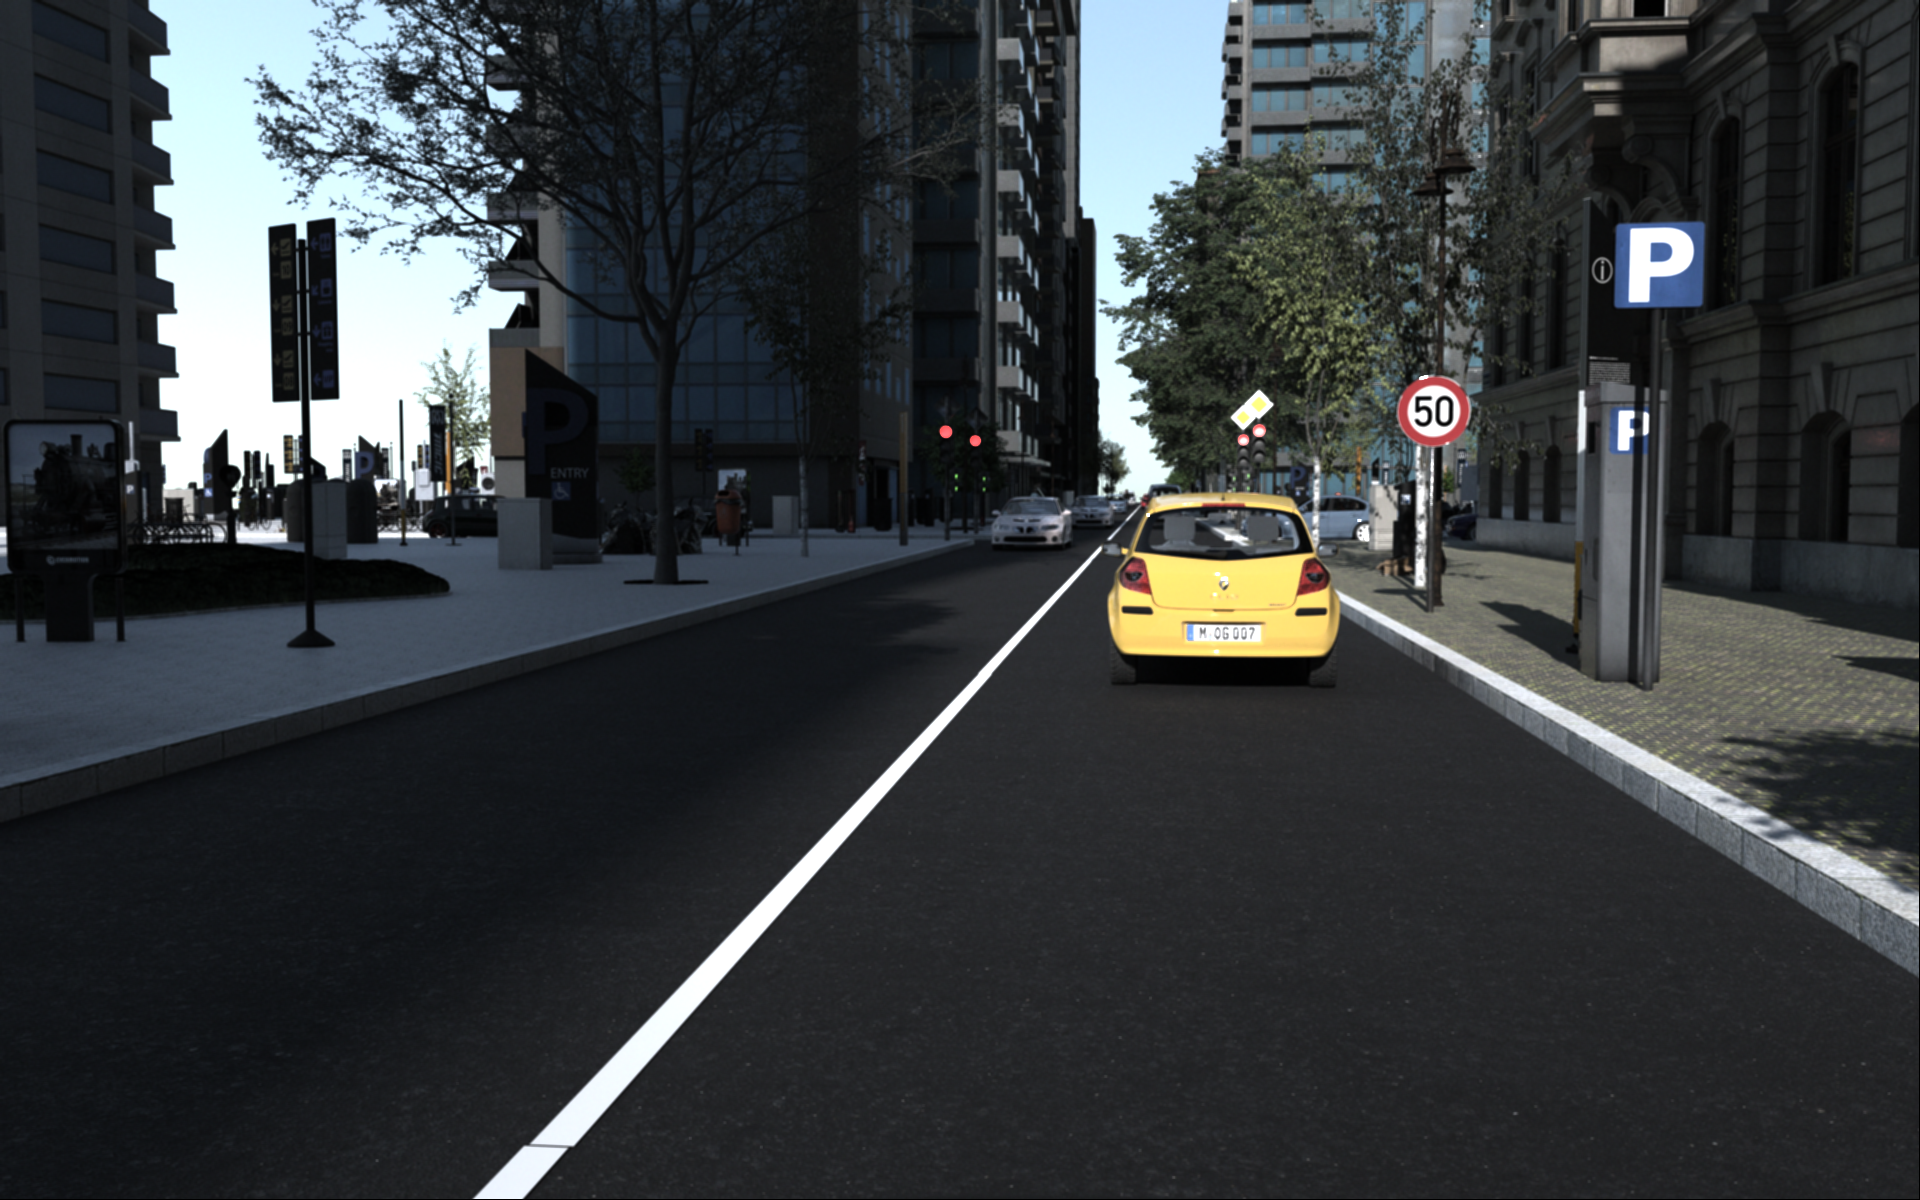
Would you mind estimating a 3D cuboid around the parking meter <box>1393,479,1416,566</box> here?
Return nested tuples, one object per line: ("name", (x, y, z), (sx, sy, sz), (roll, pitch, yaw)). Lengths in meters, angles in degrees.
("parking meter", (7.685, -1.317, 29.952), (0.372, 1.533, 0.369), (0, 3, 0))

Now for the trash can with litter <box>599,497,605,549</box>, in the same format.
("trash can with litter", (-8.384, -1.828, 40.938), (1.678, 1.210, 2.233), (0, 4, -7))

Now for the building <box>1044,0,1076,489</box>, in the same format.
("building", (-3.274, -35.800, 174.573), (28.713, 52.752, 27.495), (0, 4, 6))

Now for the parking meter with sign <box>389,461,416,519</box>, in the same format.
("parking meter with sign", (-29.443, -5.785, 90.849), (1.738, 3.016, 0.543), (0, 4, -2))

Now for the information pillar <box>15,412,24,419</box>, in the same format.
("information pillar", (-26.685, -3.551, 49.407), (0.504, 3.616, 0.183), (1, 4, 16))

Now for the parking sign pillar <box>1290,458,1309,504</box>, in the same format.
("parking sign pillar", (23.717, -8.107, 121.018), (1.447, 3.967, 1.447), (3, 5, 39))

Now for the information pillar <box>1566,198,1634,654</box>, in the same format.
("information pillar", (5.168, -1.380, 13.913), (0.504, 3.616, 0.183), (-1, 4, -22))

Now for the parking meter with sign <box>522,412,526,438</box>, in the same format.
("parking meter with sign", (-8.847, -2.437, 36.098), (0.543, 3.016, 1.738), (-1, 4, -13))

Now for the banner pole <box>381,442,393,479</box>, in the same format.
("banner pole", (-27.269, -5.663, 82.599), (0.401, 3.779, 0.863), (2, 4, 29))

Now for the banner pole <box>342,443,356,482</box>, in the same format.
("banner pole", (-29.900, -5.811, 85.023), (0.863, 3.779, 0.401), (-3, 5, -41))

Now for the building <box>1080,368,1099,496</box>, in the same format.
("building", (6.052, -24.962, 253.172), (27.650, 21.520, 28.899), (0, 4, 6))

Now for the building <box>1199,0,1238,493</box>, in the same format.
("building", (37.465, -53.314, 184.359), (22.319, 86.520, 31.000), (0, 4, 6))

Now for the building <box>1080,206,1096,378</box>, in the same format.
("building", (14.278, -38.108, 273.181), (14.600, 45.320, 14.200), (0, 4, 6))

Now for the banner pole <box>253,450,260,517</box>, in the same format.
("banner pole", (-40.319, -6.680, 99.231), (0.863, 3.779, 0.401), (2, 4, 35))

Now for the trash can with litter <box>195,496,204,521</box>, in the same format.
("trash can with litter", (-34.691, -4.169, 79.221), (2.233, 1.210, 1.678), (1, 4, 9))

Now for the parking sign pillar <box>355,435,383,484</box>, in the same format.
("parking sign pillar", (-26.968, -5.540, 79.059), (1.447, 3.967, 1.447), (2, 4, 23))

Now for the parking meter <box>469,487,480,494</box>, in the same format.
("parking meter", (-17.062, -3.209, 60.877), (0.372, 1.533, 0.369), (0, 3, 0))

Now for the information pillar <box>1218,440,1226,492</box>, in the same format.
("information pillar", (11.252, -5.084, 74.486), (0.183, 3.616, 0.504), (3, 5, 40))

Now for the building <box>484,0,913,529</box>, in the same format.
("building", (-9.743, -25.669, 69.796), (14.600, 45.320, 14.200), (0, 4, 6))

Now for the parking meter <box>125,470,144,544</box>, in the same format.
("parking meter", (-20.371, -2.261, 42.673), (0.399, 1.863, 0.255), (0, 4, 8))

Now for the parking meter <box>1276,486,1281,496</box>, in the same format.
("parking meter", (21.403, -6.781, 116.579), (0.399, 1.863, 0.255), (-1, 4, -13))

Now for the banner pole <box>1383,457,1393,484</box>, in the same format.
("banner pole", (28.509, -7.665, 115.336), (0.863, 3.779, 0.401), (-1, 4, -10))

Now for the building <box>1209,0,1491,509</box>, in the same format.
("building", (34.759, -32.742, 154.944), (23.786, 49.044, 30.456), (0, 4, 6))

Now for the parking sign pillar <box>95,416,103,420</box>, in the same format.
("parking sign pillar", (-30.183, -4.389, 60.231), (1.447, 3.967, 1.447), (1, 4, 22))

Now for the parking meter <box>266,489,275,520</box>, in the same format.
("parking meter", (-33.836, -4.683, 84.975), (0.372, 1.533, 0.369), (0, 3, 0))

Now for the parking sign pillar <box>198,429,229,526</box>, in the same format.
("parking sign pillar", (-30.554, -5.056, 71.134), (1.447, 3.967, 1.447), (0, 4, 5))

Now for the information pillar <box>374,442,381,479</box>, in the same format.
("information pillar", (-25.916, -5.242, 77.067), (0.183, 3.616, 0.504), (0, 4, 5))

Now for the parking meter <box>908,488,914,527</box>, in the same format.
("parking meter", (-1.994, -3.681, 68.598), (0.372, 1.533, 0.369), (0, 3, 0))

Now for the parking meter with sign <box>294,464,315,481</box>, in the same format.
("parking meter with sign", (-38.314, -6.407, 101.015), (1.738, 3.016, 0.543), (3, 4, 36))

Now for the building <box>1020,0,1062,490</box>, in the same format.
("building", (-2.917, -30.083, 146.479), (22.147, 44.769, 28.867), (0, 4, 6))

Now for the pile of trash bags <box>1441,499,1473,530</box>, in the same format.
("pile of trash bags", (17.350, -3.181, 61.758), (1.912, 1.369, 3.447), (-2, 4, -34))

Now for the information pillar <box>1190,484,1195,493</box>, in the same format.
("information pillar", (16.297, -7.144, 121.289), (0.304, 2.012, 0.304), (1, 4, 11))

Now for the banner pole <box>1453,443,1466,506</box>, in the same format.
("banner pole", (24.376, -5.790, 84.686), (0.401, 3.779, 0.863), (-3, 4, -38))

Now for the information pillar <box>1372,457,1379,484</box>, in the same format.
("information pillar", (26.145, -7.193, 108.961), (0.504, 3.616, 0.183), (3, 5, 43))

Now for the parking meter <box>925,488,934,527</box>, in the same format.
("parking meter", (-1.206, -3.672, 68.450), (0.372, 1.533, 0.369), (0, 3, 0))

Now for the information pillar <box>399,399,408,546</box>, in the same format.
("information pillar", (-13.887, -3.166, 43.120), (0.183, 3.616, 0.504), (-1, 4, -19))

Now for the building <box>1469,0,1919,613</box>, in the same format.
("building", (16.415, -12.656, 26.005), (14.460, 24.649, 34.723), (0, 4, 6))

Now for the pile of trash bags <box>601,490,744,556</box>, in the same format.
("pile of trash bags", (-5.993, -1.653, 36.787), (3.447, 1.369, 1.912), (2, 4, 32))

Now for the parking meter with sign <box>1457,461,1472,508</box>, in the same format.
("parking meter with sign", (26.975, -5.885, 92.486), (0.543, 3.016, 1.738), (2, 4, 27))

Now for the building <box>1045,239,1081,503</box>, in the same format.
("building", (6.259, -25.909, 195.309), (14.160, 30.474, 14.107), (0, 4, 6))

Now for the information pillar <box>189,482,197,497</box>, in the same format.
("information pillar", (-46.594, -6.165, 105.290), (0.304, 2.012, 0.304), (1, 4, 17))

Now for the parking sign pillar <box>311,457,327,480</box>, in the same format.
("parking sign pillar", (-42.878, -7.767, 115.456), (1.447, 3.967, 1.447), (-3, 5, -39))

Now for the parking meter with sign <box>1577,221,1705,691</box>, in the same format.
("parking meter with sign", (4.635, -0.965, 12.033), (0.543, 3.016, 1.738), (1, 4, 10))

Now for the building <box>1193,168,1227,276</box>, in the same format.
("building", (41.885, -35.056, 227.789), (22.147, 44.769, 28.867), (0, 4, 6))

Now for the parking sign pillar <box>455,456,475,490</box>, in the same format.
("parking sign pillar", (-34.605, -8.117, 121.184), (1.447, 3.967, 1.447), (-1, 4, -8))

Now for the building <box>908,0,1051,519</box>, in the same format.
("building", (-6.999, -29.473, 101.484), (23.786, 49.044, 30.456), (0, 4, 6))

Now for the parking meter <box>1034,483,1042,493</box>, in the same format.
("parking meter", (4.162, -5.336, 92.951), (0.399, 1.863, 0.255), (2, 4, 28))

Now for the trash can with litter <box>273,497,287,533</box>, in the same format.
("trash can with litter", (-22.210, -2.905, 58.553), (2.233, 1.210, 1.678), (-1, 4, -15))

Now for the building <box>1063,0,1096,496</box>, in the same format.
("building", (7.433, -48.199, 226.299), (20.563, 71.187, 20.611), (0, 4, 6))

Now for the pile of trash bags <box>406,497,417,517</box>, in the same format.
("pile of trash bags", (-31.526, -5.224, 95.166), (3.447, 1.369, 1.912), (1, 4, 16))

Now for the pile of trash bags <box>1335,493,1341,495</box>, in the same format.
("pile of trash bags", (26.478, -6.701, 119.315), (1.912, 1.369, 3.447), (0, 4, -7))

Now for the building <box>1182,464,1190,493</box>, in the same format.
("building", (42.726, -31.091, 280.030), (14.160, 30.474, 14.107), (0, 4, 6))

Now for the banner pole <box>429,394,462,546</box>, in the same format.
("banner pole", (-12.833, -3.245, 43.079), (0.401, 3.779, 0.863), (3, 5, 40))

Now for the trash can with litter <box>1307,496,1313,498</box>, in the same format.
("trash can with litter", (17.890, -4.687, 88.024), (0.624, 1.170, 1.055), (2, 4, 25))

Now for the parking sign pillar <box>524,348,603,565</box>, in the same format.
("parking sign pillar", (-7.372, -2.666, 32.060), (1.447, 3.967, 1.447), (0, 4, -5))

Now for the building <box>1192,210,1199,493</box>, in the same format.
("building", (40.413, -34.626, 249.735), (14.154, 41.232, 14.086), (0, 4, 6))

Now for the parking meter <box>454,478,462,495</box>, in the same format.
("parking meter", (-17.992, -3.432, 61.830), (0.399, 1.863, 0.255), (-3, 5, -42))

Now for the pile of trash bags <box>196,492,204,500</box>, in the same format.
("pile of trash bags", (-42.820, -5.288, 96.213), (3.447, 1.369, 1.912), (2, 4, 30))

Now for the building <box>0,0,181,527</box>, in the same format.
("building", (-50.763, -32.507, 73.490), (28.212, 58.520, 21.231), (0, 4, 6))
